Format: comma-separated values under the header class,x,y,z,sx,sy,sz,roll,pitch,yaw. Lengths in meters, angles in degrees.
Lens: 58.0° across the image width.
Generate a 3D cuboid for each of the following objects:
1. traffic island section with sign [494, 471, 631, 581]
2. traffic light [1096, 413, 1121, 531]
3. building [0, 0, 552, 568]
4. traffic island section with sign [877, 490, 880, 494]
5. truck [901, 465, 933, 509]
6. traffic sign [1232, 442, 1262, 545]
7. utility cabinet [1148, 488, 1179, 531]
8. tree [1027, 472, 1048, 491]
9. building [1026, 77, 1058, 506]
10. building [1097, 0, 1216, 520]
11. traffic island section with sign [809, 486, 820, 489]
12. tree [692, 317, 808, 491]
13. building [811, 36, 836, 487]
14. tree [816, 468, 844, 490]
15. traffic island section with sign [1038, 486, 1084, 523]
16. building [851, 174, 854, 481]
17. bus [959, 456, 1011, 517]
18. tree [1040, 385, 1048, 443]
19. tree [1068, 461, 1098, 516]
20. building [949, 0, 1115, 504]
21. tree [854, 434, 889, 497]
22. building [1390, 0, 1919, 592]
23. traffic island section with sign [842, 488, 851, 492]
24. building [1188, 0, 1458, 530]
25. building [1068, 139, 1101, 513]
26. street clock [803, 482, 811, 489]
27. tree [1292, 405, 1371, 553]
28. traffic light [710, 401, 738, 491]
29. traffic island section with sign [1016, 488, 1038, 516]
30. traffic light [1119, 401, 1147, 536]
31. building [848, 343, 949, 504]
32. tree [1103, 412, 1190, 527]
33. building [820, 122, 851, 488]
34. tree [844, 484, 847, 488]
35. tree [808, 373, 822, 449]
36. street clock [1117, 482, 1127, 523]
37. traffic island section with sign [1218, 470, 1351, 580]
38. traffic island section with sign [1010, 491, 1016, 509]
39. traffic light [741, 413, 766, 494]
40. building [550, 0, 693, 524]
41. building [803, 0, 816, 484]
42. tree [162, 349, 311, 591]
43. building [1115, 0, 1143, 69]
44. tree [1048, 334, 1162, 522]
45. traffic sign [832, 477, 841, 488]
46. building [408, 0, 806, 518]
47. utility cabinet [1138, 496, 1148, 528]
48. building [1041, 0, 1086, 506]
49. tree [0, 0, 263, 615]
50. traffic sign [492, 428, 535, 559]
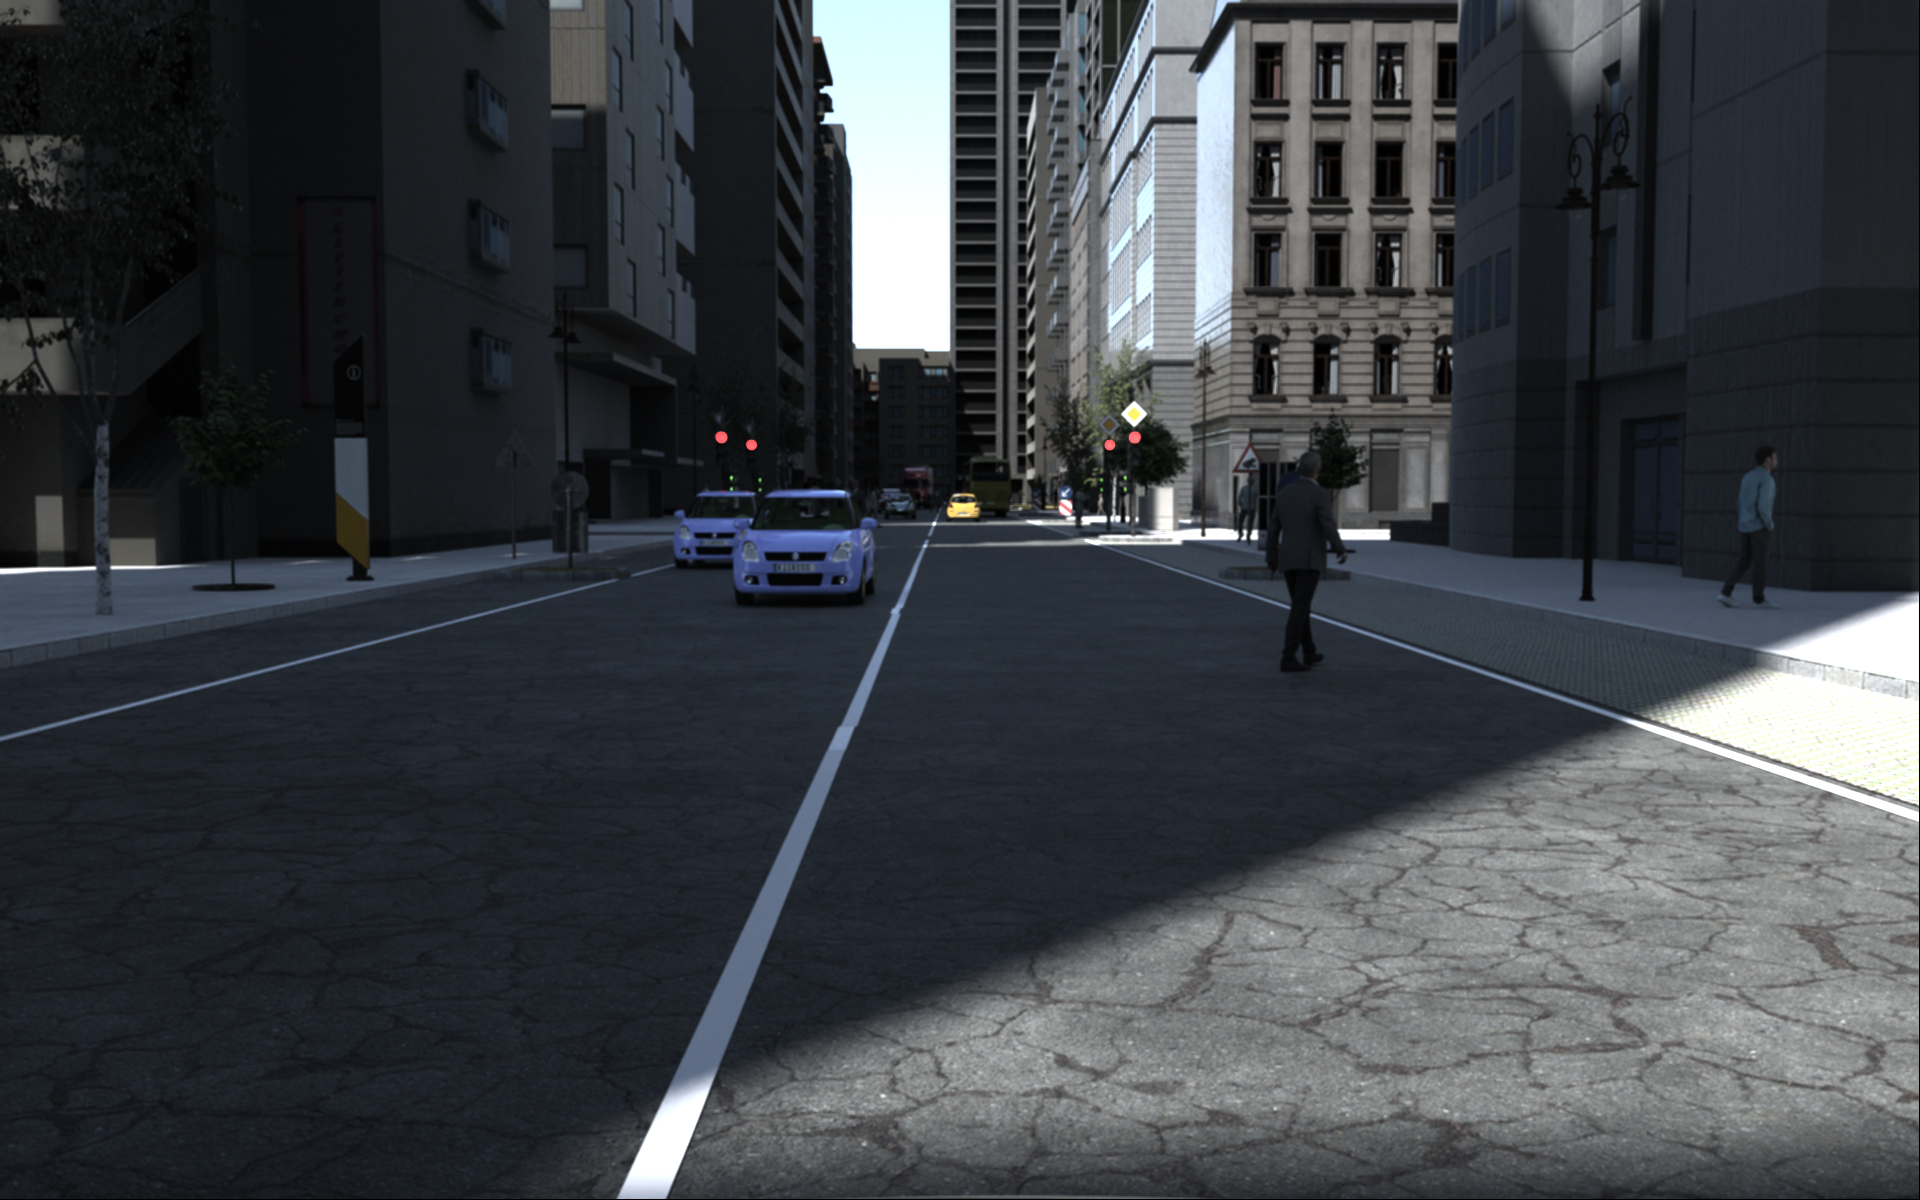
class,x,y,z,sx,sy,sz,roll,pitch,yaw
traffic island section with sign,-6.671,-1.269,29.378,1.989,1.847,2.006,0,4,0
traffic light,5.170,-4.368,60.335,0.839,4.253,0.868,0,4,0
building,-22.054,-25.330,37.847,21.600,48.544,21.300,0,4,0
traffic island section with sign,-7.862,-11.037,189.075,1.989,1.847,2.006,0,4,0
truck,-4.108,-11.051,169.601,2.839,4.237,11.283,0,4,2
traffic sign,7.231,-2.644,43.234,0.884,2.594,0.081,0,4,4
utility cabinet,7.101,-3.164,60.414,0.318,1.500,1.173,-3,5,-41
tree,6.822,-9.387,148.085,1.663,3.219,1.824,0,3,0
building,18.753,-35.144,198.310,21.300,48.544,21.600,0,4,0
building,14.811,-19.732,100.103,11.434,29.767,29.804,0,4,0
traffic island section with sign,-7.082,-4.669,84.967,1.989,1.847,2.006,0,4,0
tree,-9.255,-7.495,72.900,4.360,8.622,3.978,0,3,0
building,-23.387,-31.156,164.027,22.147,44.769,28.867,0,4,0
tree,-9.955,-8.169,128.162,1.663,3.219,1.824,0,3,0
traffic island section with sign,5.026,-4.674,85.047,1.989,1.847,2.006,0,4,0
building,-19.508,-31.634,200.804,14.086,41.232,14.154,0,4,0
bus,1.618,-7.335,111.470,2.896,3.916,12.252,0,4,-2
tree,6.898,-9.590,107.167,4.737,8.622,4.395,0,3,0
tree,6.999,-6.480,100.550,1.663,3.219,1.824,0,3,0
building,8.878,-48.425,230.005,20.611,71.187,20.563,0,4,0
tree,-10.949,-16.006,212.053,4.360,8.622,3.978,0,3,0
building,21.558,-30.154,35.021,21.231,58.520,28.212,0,4,0
traffic island section with sign,-7.289,-6.323,112.011,1.989,1.847,2.006,0,4,0
building,18.476,-13.276,66.207,18.267,20.994,9.793,0,4,0
building,14.604,-18.817,125.673,12.078,24.808,19.932,0,4,0
street clock,-9.450,-6.264,106.983,0.471,2.002,0.358,3,5,44
tree,8.049,-2.654,37.987,1.663,3.219,1.824,0,3,0
traffic light,-7.131,-3.873,52.243,0.839,4.253,0.868,0,4,0
traffic island section with sign,4.823,-6.323,112.002,1.989,1.847,2.006,0,4,0
traffic light,5.230,-3.879,52.350,0.839,4.253,0.868,0,4,0
building,-15.897,-23.801,234.190,28.899,21.520,27.650,0,4,0
tree,7.370,-5.207,68.842,4.285,4.588,4.351,0,3,0
building,-19.497,-30.704,185.600,14.154,41.232,14.086,0,4,0
tree,-9.974,-8.957,141.049,1.663,3.219,1.824,0,3,0
tree,-9.799,-8.976,97.112,4.360,8.622,3.978,0,3,0
street clock,7.249,-4.429,76.990,0.471,2.002,0.358,-1,4,-18
traffic island section with sign,5.450,-1.274,29.458,1.989,1.847,2.006,0,4,0
traffic island section with sign,4.453,-9.393,162.201,1.989,1.847,2.006,0,4,0
traffic light,-7.190,-4.361,60.228,0.839,4.253,0.868,0,4,0
building,-27.366,-30.027,80.182,28.713,52.752,27.495,0,4,0
building,-19.381,-30.079,141.895,14.600,45.320,14.200,0,4,0
tree,-9.911,-1.757,23.322,1.663,3.219,1.824,0,3,0
building,19.388,-43.297,146.158,20.563,71.187,20.611,0,4,0
tree,7.231,-7.946,80.283,4.737,8.622,4.395,0,3,0
traffic sign,-9.432,-8.073,132.092,0.768,2.556,0.104,0,4,2
building,-21.672,-29.917,112.840,21.300,48.544,21.600,0,4,0
utility cabinet,7.075,-3.366,66.202,0.306,1.237,1.020,-1,4,-9
building,20.171,-33.805,172.326,23.786,49.044,30.456,0,4,0
tree,-9.325,-4.159,18.362,4.360,8.622,3.978,0,3,0
traffic sign,-8.798,-2.086,34.110,0.884,2.594,0.081,0,4,7
